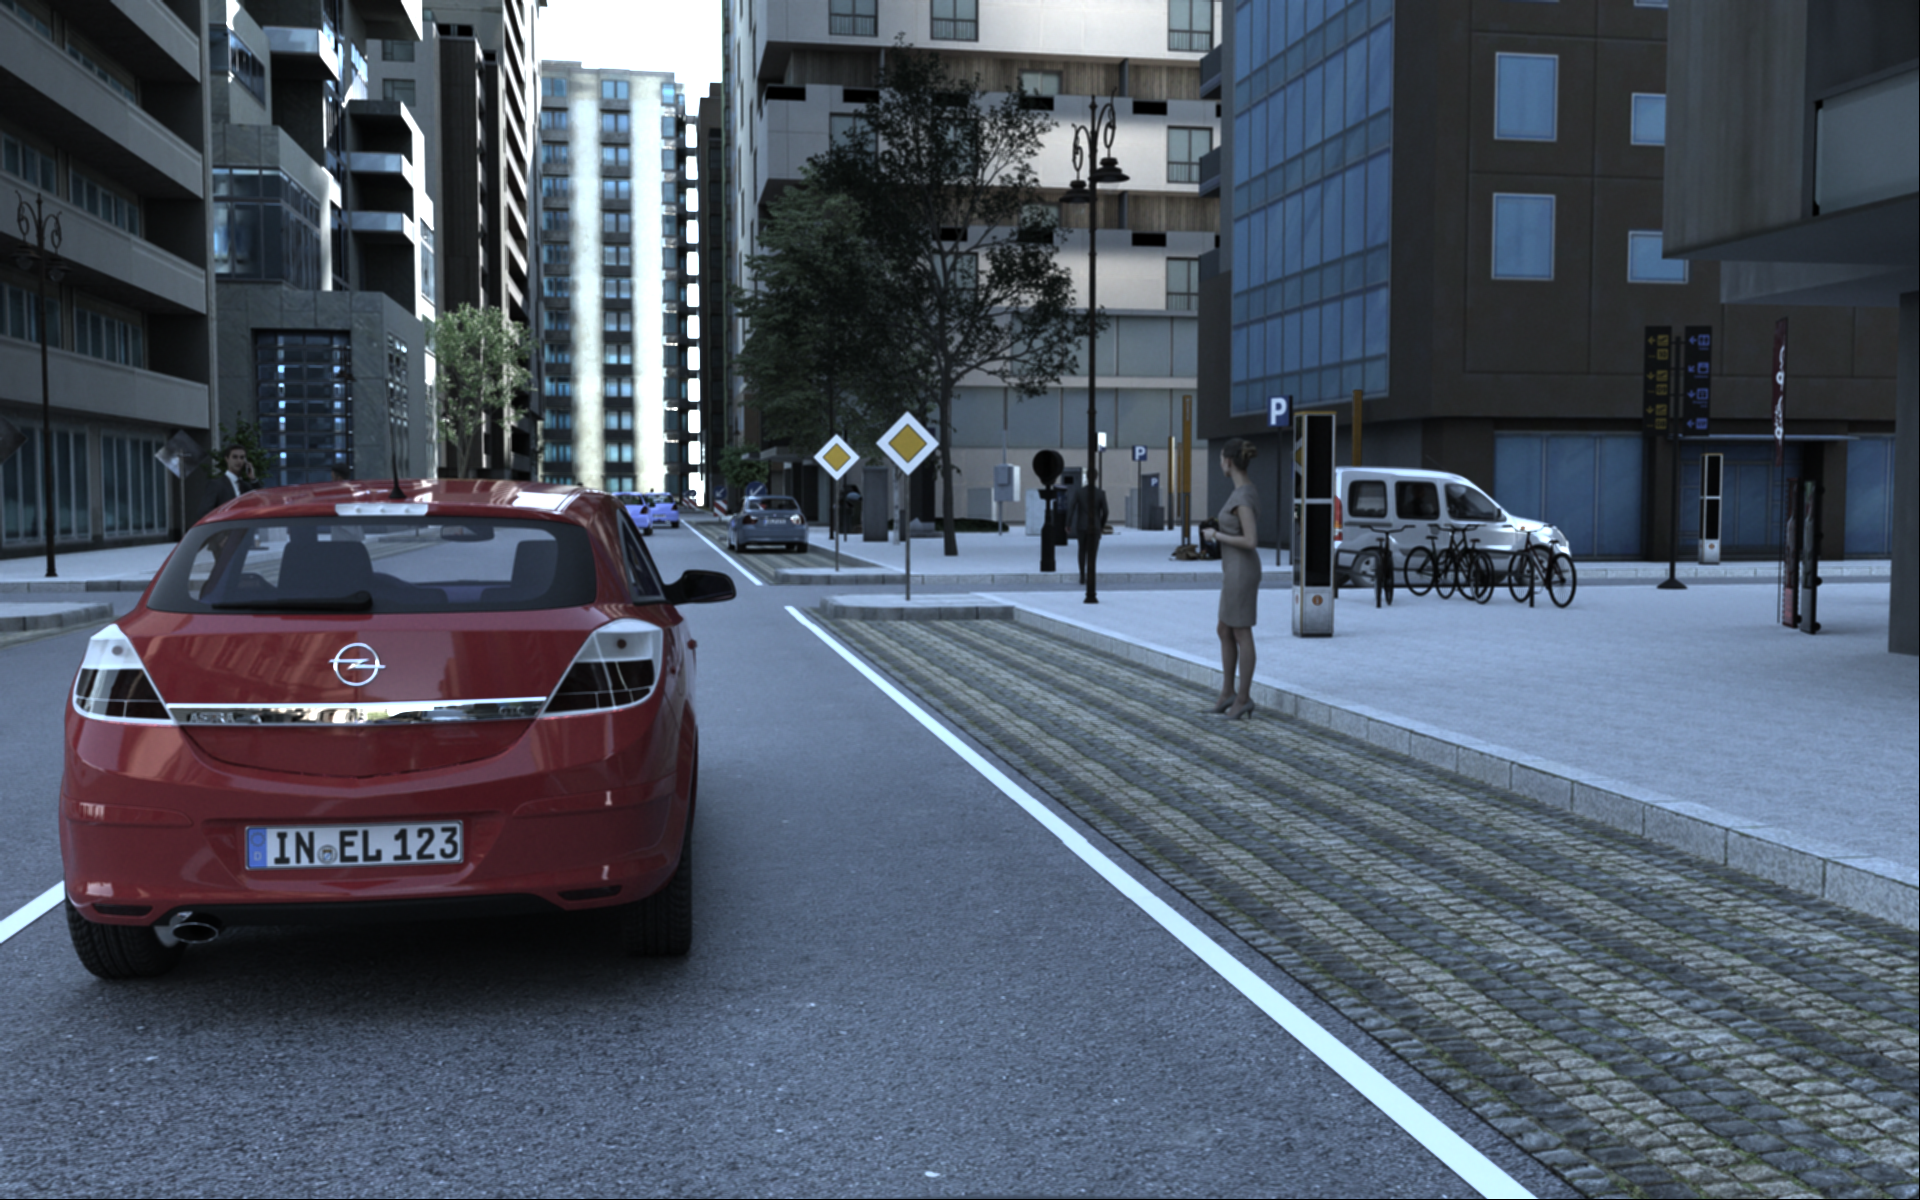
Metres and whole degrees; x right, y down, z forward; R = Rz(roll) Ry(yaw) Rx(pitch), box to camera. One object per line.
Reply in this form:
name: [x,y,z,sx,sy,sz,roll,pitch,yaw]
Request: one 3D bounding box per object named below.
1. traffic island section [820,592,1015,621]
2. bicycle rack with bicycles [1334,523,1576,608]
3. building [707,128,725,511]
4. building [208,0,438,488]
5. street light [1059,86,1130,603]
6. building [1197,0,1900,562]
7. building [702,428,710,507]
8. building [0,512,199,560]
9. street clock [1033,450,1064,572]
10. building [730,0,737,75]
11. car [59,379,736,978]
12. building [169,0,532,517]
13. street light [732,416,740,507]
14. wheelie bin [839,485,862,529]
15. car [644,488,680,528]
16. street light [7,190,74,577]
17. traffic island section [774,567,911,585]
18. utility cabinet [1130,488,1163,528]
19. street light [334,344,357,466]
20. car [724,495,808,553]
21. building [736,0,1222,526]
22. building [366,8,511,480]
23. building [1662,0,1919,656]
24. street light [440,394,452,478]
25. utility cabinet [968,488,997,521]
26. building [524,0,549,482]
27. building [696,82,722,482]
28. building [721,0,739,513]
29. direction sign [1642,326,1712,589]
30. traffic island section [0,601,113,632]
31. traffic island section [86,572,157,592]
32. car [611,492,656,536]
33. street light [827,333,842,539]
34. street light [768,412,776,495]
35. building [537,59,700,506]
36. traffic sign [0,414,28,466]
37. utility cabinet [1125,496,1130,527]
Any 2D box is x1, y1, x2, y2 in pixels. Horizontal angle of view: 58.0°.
traffic island section: [-0.610,0.084,20.912,2.009,0.180,2.903,-1,4,-10]
bicycle rack with bicycles: [5.679,-0.442,20.614,2.852,0.926,2.925,0,4,-2]
building: [-13.480,-22.583,140.929,14.160,30.474,14.107,-1,4,-10]
building: [-32.087,-46.086,66.184,22.319,86.520,31.000,-1,4,-10]
street light: [1.542,-2.901,20.212,0.468,5.910,1.993,-1,4,-10]
building: [14.319,-23.736,38.203,14.200,45.320,14.600,-1,4,-10]
building: [-12.811,-52.003,162.918,22.319,86.520,31.000,-1,4,-10]
building: [-28.595,-25.045,33.186,21.300,48.544,21.600,-1,4,-10]
street clock: [1.454,-1.468,28.578,0.471,2.002,0.358,2,4,31]
building: [-7.494,-28.234,111.744,14.600,45.320,14.200,-1,4,-10]
car: [-1.939,0.142,6.716,2.155,1.783,4.494,-1,4,-9]
building: [-42.471,-30.554,123.258,21.300,48.544,21.600,-1,4,-10]
street light: [-13.226,-7.942,102.642,0.468,5.910,1.993,-1,4,-10]
wheelie bin: [-3.630,-3.021,57.302,0.980,1.594,0.693,3,5,44]
car: [-12.925,-3.943,74.064,1.945,1.707,3.694,-1,4,-12]
street light: [-14.117,-3.299,26.729,0.468,5.910,1.993,-1,4,-10]
traffic island section: [-2.020,-0.397,28.772,2.009,0.180,2.903,-1,4,-10]
utility cabinet: [6.962,-3.430,64.756,1.173,1.500,0.318,-1,4,-11]
street light: [-18.899,-4.931,53.413,0.468,5.910,1.993,-1,4,-10]
car: [-4.817,-1.904,43.139,2.014,1.417,4.499,-1,4,-11]
building: [3.617,-30.095,81.295,28.713,52.752,27.495,-1,4,-10]
building: [-35.627,-20.480,106.548,14.160,30.474,14.107,-1,4,-10]
building: [11.692,-19.808,7.456,14.154,41.232,14.086,-1,4,-10]
street light: [-23.710,-6.563,80.093,0.468,5.910,1.993,-1,4,-10]
utility cabinet: [0.829,-3.421,64.618,1.173,1.500,0.318,3,5,40]
building: [-51.996,-34.759,157.548,27.495,52.752,28.713,-1,4,-10]
building: [-21.798,-33.179,192.582,14.200,45.320,14.600,-1,4,-10]
building: [-10.366,-27.098,126.641,14.154,41.232,14.086,-1,4,-10]
direction sign: [9.668,-1.921,23.413,0.876,3.537,0.379,0,4,3]
traffic island section: [-10.692,0.194,19.115,2.009,0.180,2.903,-1,4,-10]
traffic island section: [-12.102,-0.287,26.975,2.009,0.180,2.903,-1,4,-10]
car: [-11.689,-3.135,60.841,1.945,1.707,3.694,-1,4,-8]
street light: [-3.628,-4.650,48.817,0.468,5.910,1.993,-1,4,-10]
street light: [-8.345,-6.311,75.975,0.468,5.910,1.993,-1,4,-10]
building: [-44.796,-35.109,193.641,30.456,49.044,23.786,-1,4,-10]
traffic sign: [-10.670,-0.943,19.057,0.795,2.450,0.064,-1,4,-10]
utility cabinet: [6.885,-3.394,66.652,1.020,1.237,0.306,-1,4,-14]
